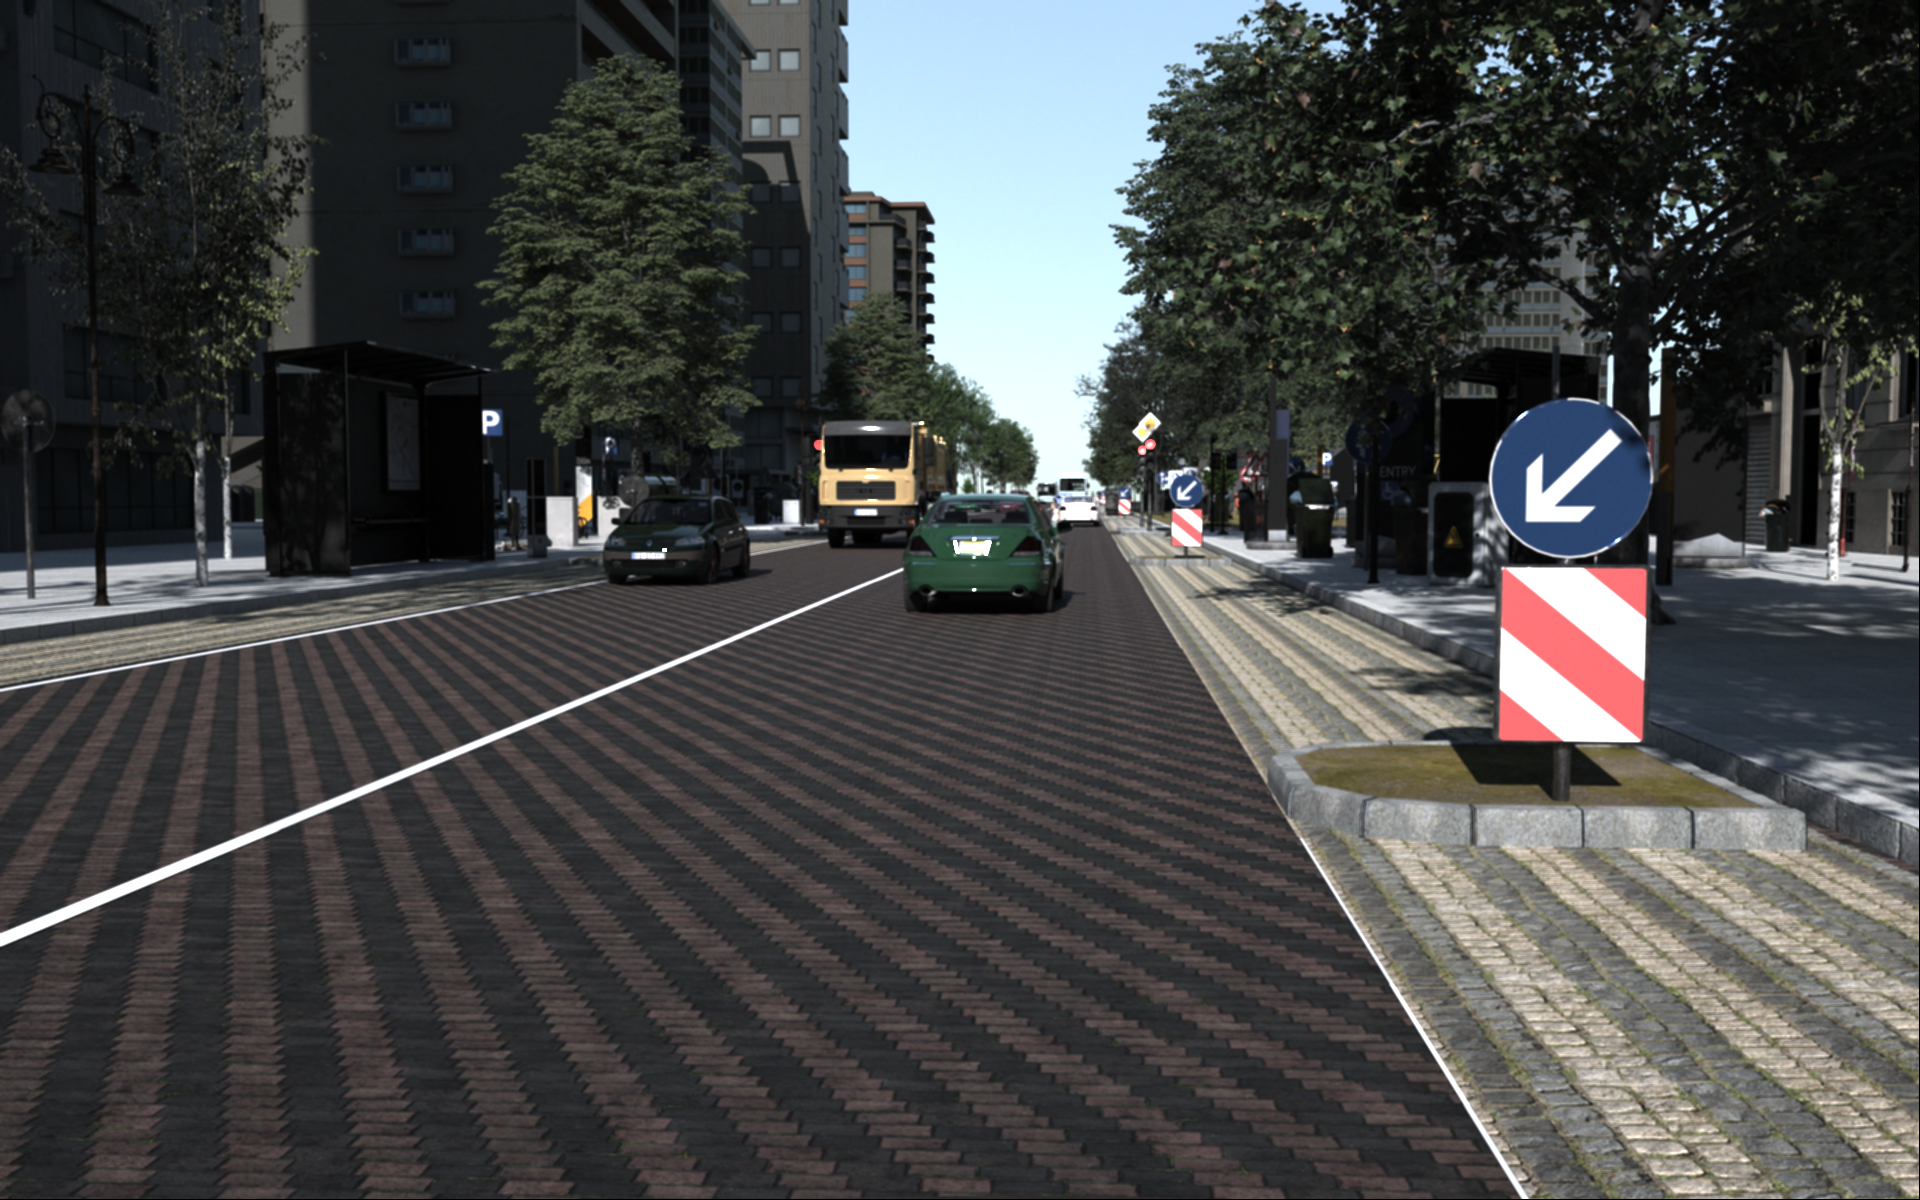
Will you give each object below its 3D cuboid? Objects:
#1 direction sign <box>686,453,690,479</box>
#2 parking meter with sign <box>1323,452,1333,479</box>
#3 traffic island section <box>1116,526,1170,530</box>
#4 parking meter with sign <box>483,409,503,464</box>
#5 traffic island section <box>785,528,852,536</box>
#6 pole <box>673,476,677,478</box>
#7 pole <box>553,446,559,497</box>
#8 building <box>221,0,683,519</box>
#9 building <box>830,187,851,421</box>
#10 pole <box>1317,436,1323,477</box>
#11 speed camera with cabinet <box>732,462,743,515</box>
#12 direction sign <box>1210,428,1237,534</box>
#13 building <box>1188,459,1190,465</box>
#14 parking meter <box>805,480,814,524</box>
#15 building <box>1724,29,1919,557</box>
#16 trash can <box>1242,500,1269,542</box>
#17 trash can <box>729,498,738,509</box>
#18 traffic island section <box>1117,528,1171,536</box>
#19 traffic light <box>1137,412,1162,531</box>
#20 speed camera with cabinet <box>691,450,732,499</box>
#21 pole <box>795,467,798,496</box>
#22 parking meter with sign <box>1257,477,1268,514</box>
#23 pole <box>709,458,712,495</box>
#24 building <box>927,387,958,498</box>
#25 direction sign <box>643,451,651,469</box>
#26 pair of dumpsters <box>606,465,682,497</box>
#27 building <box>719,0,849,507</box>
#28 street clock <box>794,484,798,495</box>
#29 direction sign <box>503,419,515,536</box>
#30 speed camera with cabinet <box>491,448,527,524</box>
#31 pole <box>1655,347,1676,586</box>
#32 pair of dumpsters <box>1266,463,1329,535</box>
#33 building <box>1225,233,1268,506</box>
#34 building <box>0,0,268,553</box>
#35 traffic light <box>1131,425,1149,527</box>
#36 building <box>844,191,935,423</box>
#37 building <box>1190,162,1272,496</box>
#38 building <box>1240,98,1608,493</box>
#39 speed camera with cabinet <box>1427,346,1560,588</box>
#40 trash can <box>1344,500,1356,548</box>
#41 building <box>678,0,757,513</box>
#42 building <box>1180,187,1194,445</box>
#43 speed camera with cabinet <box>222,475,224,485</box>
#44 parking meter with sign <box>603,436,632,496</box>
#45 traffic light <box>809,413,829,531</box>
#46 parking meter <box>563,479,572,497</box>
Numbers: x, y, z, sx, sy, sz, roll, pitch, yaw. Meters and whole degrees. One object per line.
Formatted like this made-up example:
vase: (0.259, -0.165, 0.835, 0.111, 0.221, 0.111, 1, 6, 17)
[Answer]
direction sign: (-15.180, -6.403, 96.679, 0.379, 3.537, 0.876, -2, 4, -24)
parking meter with sign: (15.049, -4.627, 71.912, 0.543, 3.016, 1.738, 1, 4, 22)
traffic island section: (7.117, -2.767, 67.529, 2.009, 0.180, 2.903, 0, 4, 4)
parking meter with sign: (-10.079, -2.452, 36.358, 0.543, 3.016, 1.738, -2, 4, -29)
traffic island section: (-4.872, -2.331, 60.396, 2.009, 0.180, 2.903, 0, 4, 4)
pole: (-14.994, -5.952, 91.158, 0.158, 3.312, 0.155, 0, 3, 0)
pole: (-17.157, -4.877, 73.574, 0.158, 3.312, 0.155, 0, 3, 0)
building: (-28.169, -28.755, 93.853, 21.300, 48.544, 21.600, 0, 4, 4)
building: (-25.415, -30.209, 185.800, 32.217, 40.220, 23.993, 0, 4, 4)
pole: (12.413, -4.032, 59.760, 0.158, 3.312, 0.155, 0, 3, 0)
speed camera with cabinet: (-14.499, -6.914, 107.387, 2.038, 3.252, 0.660, -1, 4, -18)
direction sign: (8.376, -3.857, 55.053, 0.876, 3.537, 0.379, -1, 4, -11)
building: (42.430, -37.596, 264.801, 14.600, 45.320, 14.200, 0, 4, 4)
parking meter: (-6.382, -4.145, 73.487, 0.255, 1.863, 0.399, 1, 4, 17)
building: (26.482, -12.090, 30.963, 16.112, 22.955, 30.059, 0, 4, 4)
trash can: (7.561, -1.993, 44.235, 0.748, 1.137, 0.748, 0, 3, 0)
trash can: (-7.702, -2.781, 57.117, 0.748, 1.137, 0.748, 0, 3, 0)
traffic island section: (6.539, -2.280, 59.565, 2.009, 0.180, 2.903, 0, 4, 4)
traffic light: (6.499, -4.314, 59.454, 0.839, 4.253, 0.868, 0, 4, 4)
speed camera with cabinet: (-11.438, -5.106, 77.813, 2.038, 3.252, 0.660, 0, 4, 6)
pole: (-12.283, -8.323, 129.925, 0.158, 3.312, 0.155, 0, 3, 0)
parking meter with sign: (19.608, -6.971, 110.231, 1.738, 3.016, 0.543, -2, 4, -26)
pole: (-14.097, -6.364, 97.897, 0.158, 3.312, 0.155, 0, 3, 0)
building: (-15.134, -26.766, 282.660, 27.650, 21.520, 28.899, 0, 4, 4)
direction sign: (-16.655, -6.120, 92.054, 0.379, 3.537, 0.876, -3, 5, -39)
pair of dumpsters: (-10.304, -3.302, 56.483, 1.574, 2.255, 4.437, 0, 4, 4)
building: (-24.897, -34.796, 158.155, 28.713, 52.752, 27.495, 0, 4, 4)
street clock: (-11.407, -7.083, 120.371, 0.358, 2.002, 0.471, -1, 4, -15)
direction sign: (-13.723, -3.708, 52.616, 0.379, 3.537, 0.876, -1, 4, -18)
speed camera with cabinet: (-19.775, -4.942, 75.136, 2.038, 3.252, 0.660, -3, 5, -40)
pole: (9.884, -1.858, 24.224, 0.158, 3.312, 0.155, 0, 3, 0)
pair of dumpsters: (10.864, -3.263, 55.851, 1.574, 2.255, 4.437, 0, 4, 4)
building: (37.341, -26.120, 198.757, 14.160, 30.474, 14.107, 0, 4, 4)
building: (-26.305, -16.635, 43.681, 14.107, 30.474, 14.160, 0, 4, 4)
traffic light: (7.078, -4.801, 67.418, 0.839, 4.253, 0.868, 0, 4, 4)
building: (-15.274, -36.601, 253.056, 22.147, 44.769, 28.867, 0, 4, 4)
building: (44.219, -38.101, 246.660, 21.300, 48.544, 21.600, 0, 4, 4)
building: (43.318, -28.830, 163.258, 32.217, 40.220, 23.993, 0, 4, 4)
speed camera with cabinet: (7.399, -1.794, 23.670, 0.660, 3.252, 2.038, -3, 4, -38)
trash can: (9.488, -1.804, 41.142, 0.748, 1.137, 0.748, 0, 3, 0)
building: (-28.943, -26.489, 124.983, 32.217, 40.220, 23.993, 0, 4, 4)
building: (50.896, -42.565, 285.169, 28.713, 52.752, 27.495, 0, 4, 4)
speed camera with cabinet: (-35.902, -5.466, 83.705, 0.660, 3.252, 2.038, -1, 4, -21)
parking meter with sign: (-10.102, -3.470, 52.997, 0.543, 3.016, 1.738, 2, 4, 30)
traffic light: (-4.833, -4.363, 60.258, 0.839, 4.253, 0.868, 0, 4, 4)
parking meter: (-15.549, -3.850, 68.663, 0.255, 1.863, 0.399, 0, 4, -1)
